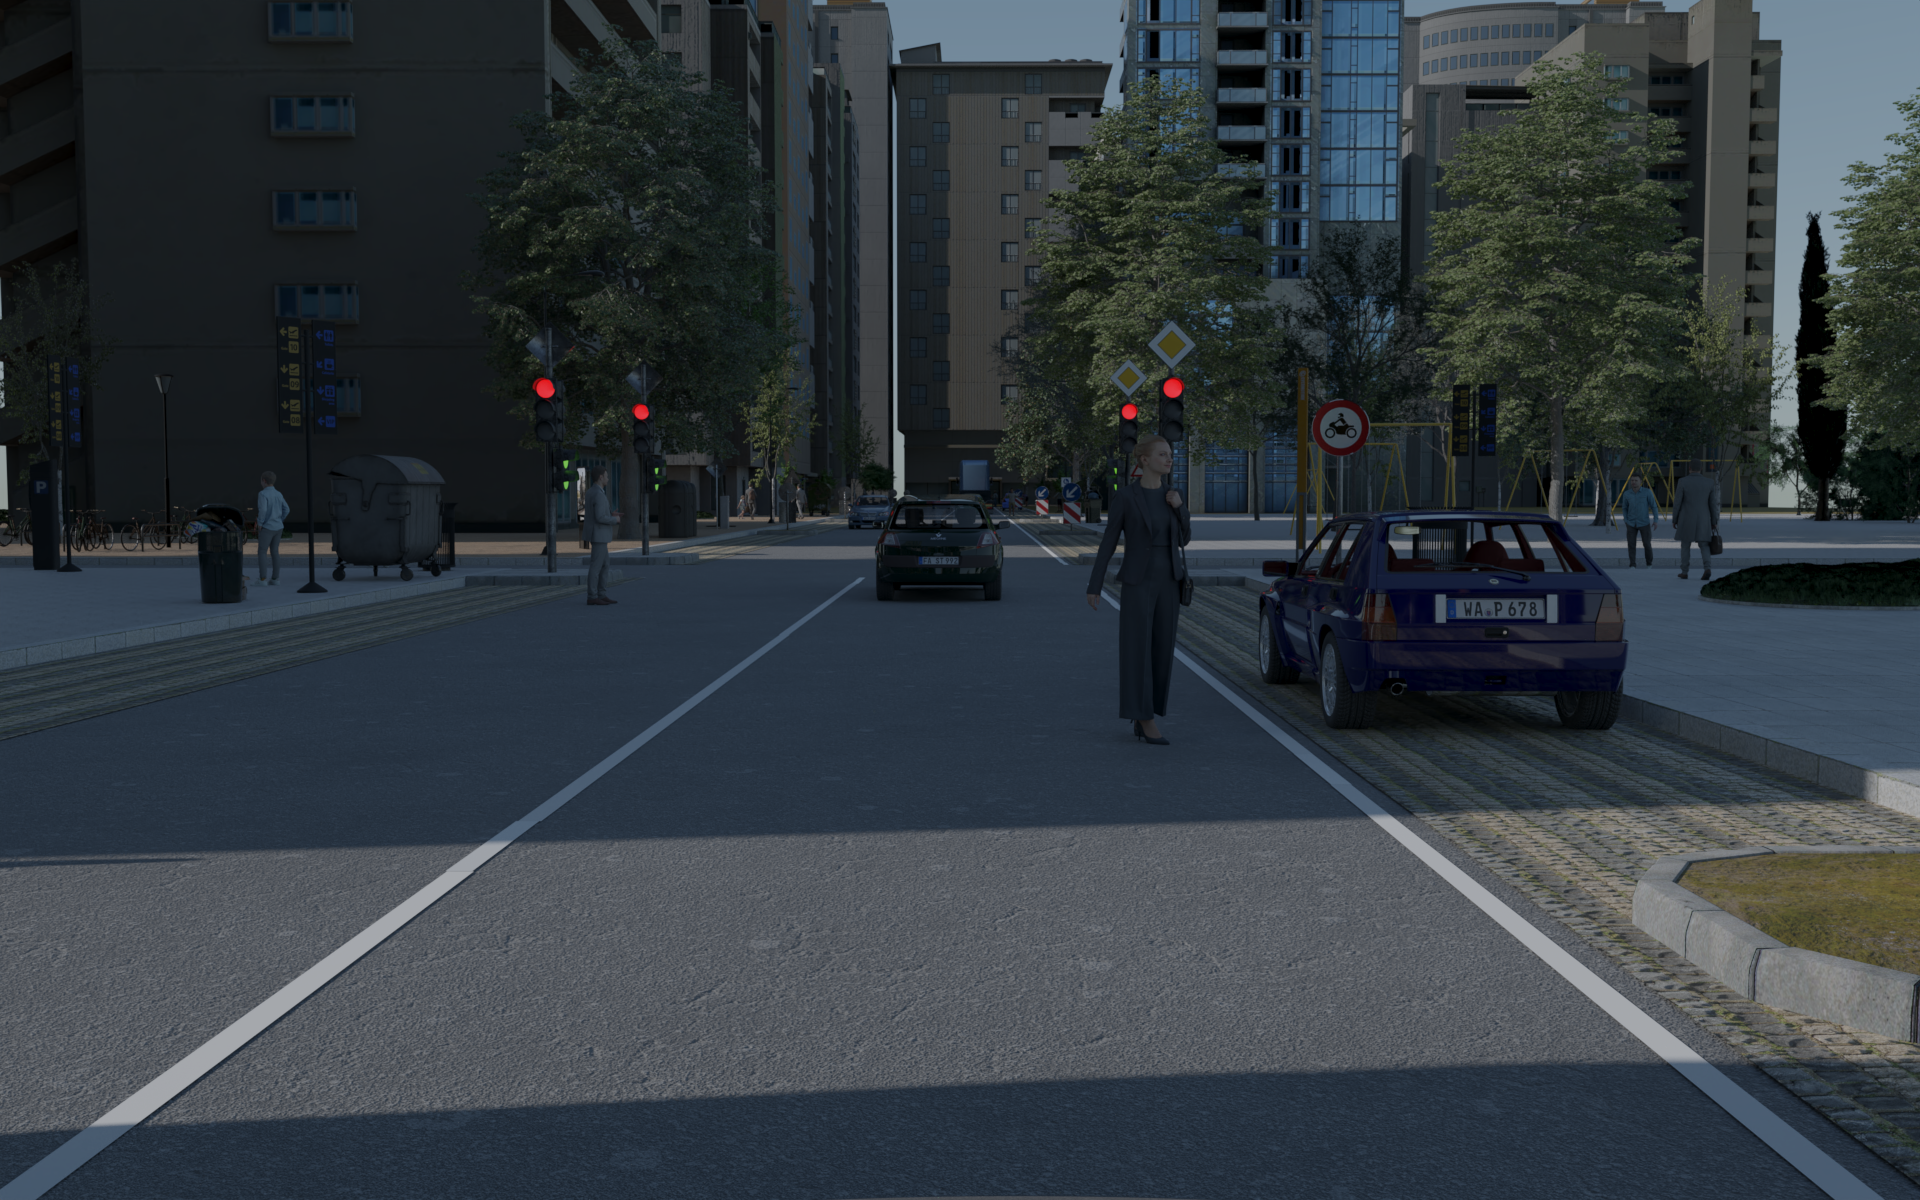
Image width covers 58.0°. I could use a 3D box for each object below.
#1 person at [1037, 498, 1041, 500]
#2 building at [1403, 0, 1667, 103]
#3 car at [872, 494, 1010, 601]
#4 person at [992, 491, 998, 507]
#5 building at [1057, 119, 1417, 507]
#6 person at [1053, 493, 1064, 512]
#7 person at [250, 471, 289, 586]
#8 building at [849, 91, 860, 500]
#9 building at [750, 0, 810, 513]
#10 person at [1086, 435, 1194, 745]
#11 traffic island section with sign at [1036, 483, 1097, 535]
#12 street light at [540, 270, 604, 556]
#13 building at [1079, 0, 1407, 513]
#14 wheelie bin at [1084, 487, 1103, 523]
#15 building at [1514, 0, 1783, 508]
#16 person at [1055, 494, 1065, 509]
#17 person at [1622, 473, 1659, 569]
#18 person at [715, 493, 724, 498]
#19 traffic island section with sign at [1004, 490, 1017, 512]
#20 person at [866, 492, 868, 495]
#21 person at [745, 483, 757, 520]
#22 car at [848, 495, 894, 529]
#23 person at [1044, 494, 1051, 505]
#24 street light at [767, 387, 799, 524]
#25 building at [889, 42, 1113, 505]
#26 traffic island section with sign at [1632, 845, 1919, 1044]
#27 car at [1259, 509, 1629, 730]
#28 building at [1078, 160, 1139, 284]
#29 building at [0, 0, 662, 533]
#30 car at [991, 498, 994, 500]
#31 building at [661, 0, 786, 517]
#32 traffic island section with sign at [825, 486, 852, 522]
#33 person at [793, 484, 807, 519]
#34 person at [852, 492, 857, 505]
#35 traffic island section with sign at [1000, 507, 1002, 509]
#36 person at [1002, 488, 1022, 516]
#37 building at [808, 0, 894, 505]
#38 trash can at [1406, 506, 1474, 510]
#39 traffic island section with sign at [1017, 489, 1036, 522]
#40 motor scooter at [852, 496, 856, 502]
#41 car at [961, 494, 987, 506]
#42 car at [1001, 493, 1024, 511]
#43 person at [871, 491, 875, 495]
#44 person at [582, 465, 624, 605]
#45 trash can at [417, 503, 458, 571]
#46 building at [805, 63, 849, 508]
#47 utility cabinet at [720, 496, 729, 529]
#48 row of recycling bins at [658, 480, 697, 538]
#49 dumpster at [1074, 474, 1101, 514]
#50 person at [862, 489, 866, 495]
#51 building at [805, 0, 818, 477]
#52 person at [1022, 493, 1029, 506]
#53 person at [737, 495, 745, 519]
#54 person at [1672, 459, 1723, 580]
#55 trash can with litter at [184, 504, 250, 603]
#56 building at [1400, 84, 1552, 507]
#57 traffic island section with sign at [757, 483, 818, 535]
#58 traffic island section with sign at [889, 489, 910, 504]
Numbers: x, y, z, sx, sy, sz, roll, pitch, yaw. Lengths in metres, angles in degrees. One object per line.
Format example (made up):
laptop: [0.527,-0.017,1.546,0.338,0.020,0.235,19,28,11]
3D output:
person: [6.719,-8.576,146.925,0.621,1.740,0.551,2,4,25]
building: [65.501,-40.687,207.225,28.212,58.520,21.231,0,4,1]
car: [-0.275,-0.912,24.696,2.009,1.686,4.222,0,4,0]
person: [3.787,-10.960,187.786,0.705,1.814,1.350,-2,4,-26]
building: [26.078,-29.328,171.397,32.217,40.220,23.993,0,4,1]
person: [7.216,-7.324,126.577,0.721,1.735,1.217,3,5,43]
person: [-9.692,-1.007,24.320,0.330,1.601,0.589,2,4,27]
building: [-17.411,-30.211,177.542,14.086,41.232,14.154,0,4,1]
building: [-17.876,-28.618,118.013,14.600,45.320,14.200,0,4,1]
person: [1.055,-0.069,10.042,0.576,1.772,0.534,-3,5,-40]
traffic island section with sign: [3.785,-3.199,60.925,1.989,1.847,2.006,0,4,1]
street light: [-8.079,-3.888,36.112,1.470,5.913,1.316,0,4,1]
building: [20.637,-49.892,128.397,22.319,86.520,31.000,0,4,1]
wheelie bin: [5.847,-4.178,76.219,0.693,1.594,0.980,-1,4,-22]
building: [68.740,-33.574,172.639,21.600,48.544,21.300,0,4,1]
person: [8.690,-8.566,146.097,1.348,1.824,0.705,0,4,7]
person: [12.453,-1.417,31.684,0.660,1.820,0.620,2,4,34]
person: [-9.691,-3.896,70.086,0.374,1.781,0.599,1,4,21]
traffic island section with sign: [4.541,-7.912,137.984,1.989,1.847,2.006,0,4,1]
person: [-9.506,-10.288,174.255,0.705,1.823,1.348,-3,5,-42]
person: [-10.415,-4.914,86.356,0.622,1.834,0.822,1,4,9]
car: [-3.613,-3.668,71.976,2.014,1.417,4.499,0,4,2]
person: [6.972,-8.032,138.094,0.721,1.736,1.217,-2,4,-25]
street light: [-7.685,-6.287,75.331,1.470,5.913,1.316,0,4,1]
building: [5.843,-38.056,211.454,27.495,52.752,28.713,0,4,1]
traffic island section with sign: [3.217,0.206,5.255,1.989,1.847,2.006,0,4,1]
car: [3.119,0.045,11.838,1.945,1.354,3.894,0,4,1]
building: [17.307,-23.300,152.654,14.160,30.474,14.107,0,4,1]
building: [-23.941,-27.047,65.914,21.300,48.544,21.600,0,4,1]
car: [2.150,-9.119,158.878,2.009,1.686,4.222,0,4,2]
building: [-18.013,-20.140,100.983,14.160,30.474,14.107,0,4,1]
traffic island section with sign: [-5.775,-4.848,87.894,1.989,1.847,2.006,0,4,1]
person: [-8.170,-5.021,88.406,0.678,1.792,0.850,-3,4,-38]
person: [-11.400,-11.086,187.851,0.434,1.755,0.990,1,4,23]
traffic island section with sign: [4.814,-9.560,164.938,1.989,1.847,2.006,0,4,1]
person: [3.362,-6.360,112.490,1.348,1.824,0.705,0,4,-2]
building: [-22.154,-40.706,207.541,28.212,58.520,21.231,0,4,1]
trash can: [5.471,-0.496,19.766,0.748,1.137,0.748,0,3,0]
traffic island section with sign: [4.048,-4.870,88.253,1.989,1.847,2.006,0,4,1]
motor scooter: [-5.505,-5.002,94.568,0.815,1.314,1.986,0,4,-1]
car: [0.611,-5.690,104.824,2.131,1.459,4.920,0,4,-1]
car: [4.379,-8.292,145.170,1.945,1.707,3.694,0,4,2]
person: [-9.361,-11.088,187.323,0.705,1.826,1.348,1,4,20]
person: [-4.588,-0.838,22.408,0.583,1.804,0.606,-2,4,-29]
trash can: [-8.773,-1.061,28.998,0.748,1.137,0.748,0,3,0]
building: [-18.111,-29.120,159.702,14.154,41.232,14.086,0,4,1]
utility cabinet: [-8.766,-3.260,64.464,0.306,1.237,1.020,0,4,-4]
row of recycling bins: [-8.436,-2.744,51.977,1.069,1.692,3.534,0,4,-4]
dumpster: [6.117,-5.036,84.824,1.502,2.255,1.985,0,4,1]
person: [-8.915,-9.347,159.600,0.721,1.736,1.217,-1,4,-11]
building: [-26.109,-33.605,138.678,28.713,52.752,27.495,0,4,1]
person: [6.739,-10.378,178.950,0.697,1.427,0.421,1,4,13]
person: [-11.125,-4.726,88.329,0.382,1.210,0.505,1,4,11]
person: [11.041,-1.214,25.987,0.694,1.812,0.767,0,4,8]
trash can with litter: [-8.820,-0.565,20.619,0.624,1.170,1.055,-1,4,-16]
building: [50.932,-30.140,176.379,14.086,41.232,14.154,0,4,1]
traffic island section with sign: [-6.044,-3.200,60.940,1.989,1.847,2.006,0,4,1]
traffic island section with sign: [-5.264,-7.929,138.272,1.989,1.847,2.006,0,4,1]
